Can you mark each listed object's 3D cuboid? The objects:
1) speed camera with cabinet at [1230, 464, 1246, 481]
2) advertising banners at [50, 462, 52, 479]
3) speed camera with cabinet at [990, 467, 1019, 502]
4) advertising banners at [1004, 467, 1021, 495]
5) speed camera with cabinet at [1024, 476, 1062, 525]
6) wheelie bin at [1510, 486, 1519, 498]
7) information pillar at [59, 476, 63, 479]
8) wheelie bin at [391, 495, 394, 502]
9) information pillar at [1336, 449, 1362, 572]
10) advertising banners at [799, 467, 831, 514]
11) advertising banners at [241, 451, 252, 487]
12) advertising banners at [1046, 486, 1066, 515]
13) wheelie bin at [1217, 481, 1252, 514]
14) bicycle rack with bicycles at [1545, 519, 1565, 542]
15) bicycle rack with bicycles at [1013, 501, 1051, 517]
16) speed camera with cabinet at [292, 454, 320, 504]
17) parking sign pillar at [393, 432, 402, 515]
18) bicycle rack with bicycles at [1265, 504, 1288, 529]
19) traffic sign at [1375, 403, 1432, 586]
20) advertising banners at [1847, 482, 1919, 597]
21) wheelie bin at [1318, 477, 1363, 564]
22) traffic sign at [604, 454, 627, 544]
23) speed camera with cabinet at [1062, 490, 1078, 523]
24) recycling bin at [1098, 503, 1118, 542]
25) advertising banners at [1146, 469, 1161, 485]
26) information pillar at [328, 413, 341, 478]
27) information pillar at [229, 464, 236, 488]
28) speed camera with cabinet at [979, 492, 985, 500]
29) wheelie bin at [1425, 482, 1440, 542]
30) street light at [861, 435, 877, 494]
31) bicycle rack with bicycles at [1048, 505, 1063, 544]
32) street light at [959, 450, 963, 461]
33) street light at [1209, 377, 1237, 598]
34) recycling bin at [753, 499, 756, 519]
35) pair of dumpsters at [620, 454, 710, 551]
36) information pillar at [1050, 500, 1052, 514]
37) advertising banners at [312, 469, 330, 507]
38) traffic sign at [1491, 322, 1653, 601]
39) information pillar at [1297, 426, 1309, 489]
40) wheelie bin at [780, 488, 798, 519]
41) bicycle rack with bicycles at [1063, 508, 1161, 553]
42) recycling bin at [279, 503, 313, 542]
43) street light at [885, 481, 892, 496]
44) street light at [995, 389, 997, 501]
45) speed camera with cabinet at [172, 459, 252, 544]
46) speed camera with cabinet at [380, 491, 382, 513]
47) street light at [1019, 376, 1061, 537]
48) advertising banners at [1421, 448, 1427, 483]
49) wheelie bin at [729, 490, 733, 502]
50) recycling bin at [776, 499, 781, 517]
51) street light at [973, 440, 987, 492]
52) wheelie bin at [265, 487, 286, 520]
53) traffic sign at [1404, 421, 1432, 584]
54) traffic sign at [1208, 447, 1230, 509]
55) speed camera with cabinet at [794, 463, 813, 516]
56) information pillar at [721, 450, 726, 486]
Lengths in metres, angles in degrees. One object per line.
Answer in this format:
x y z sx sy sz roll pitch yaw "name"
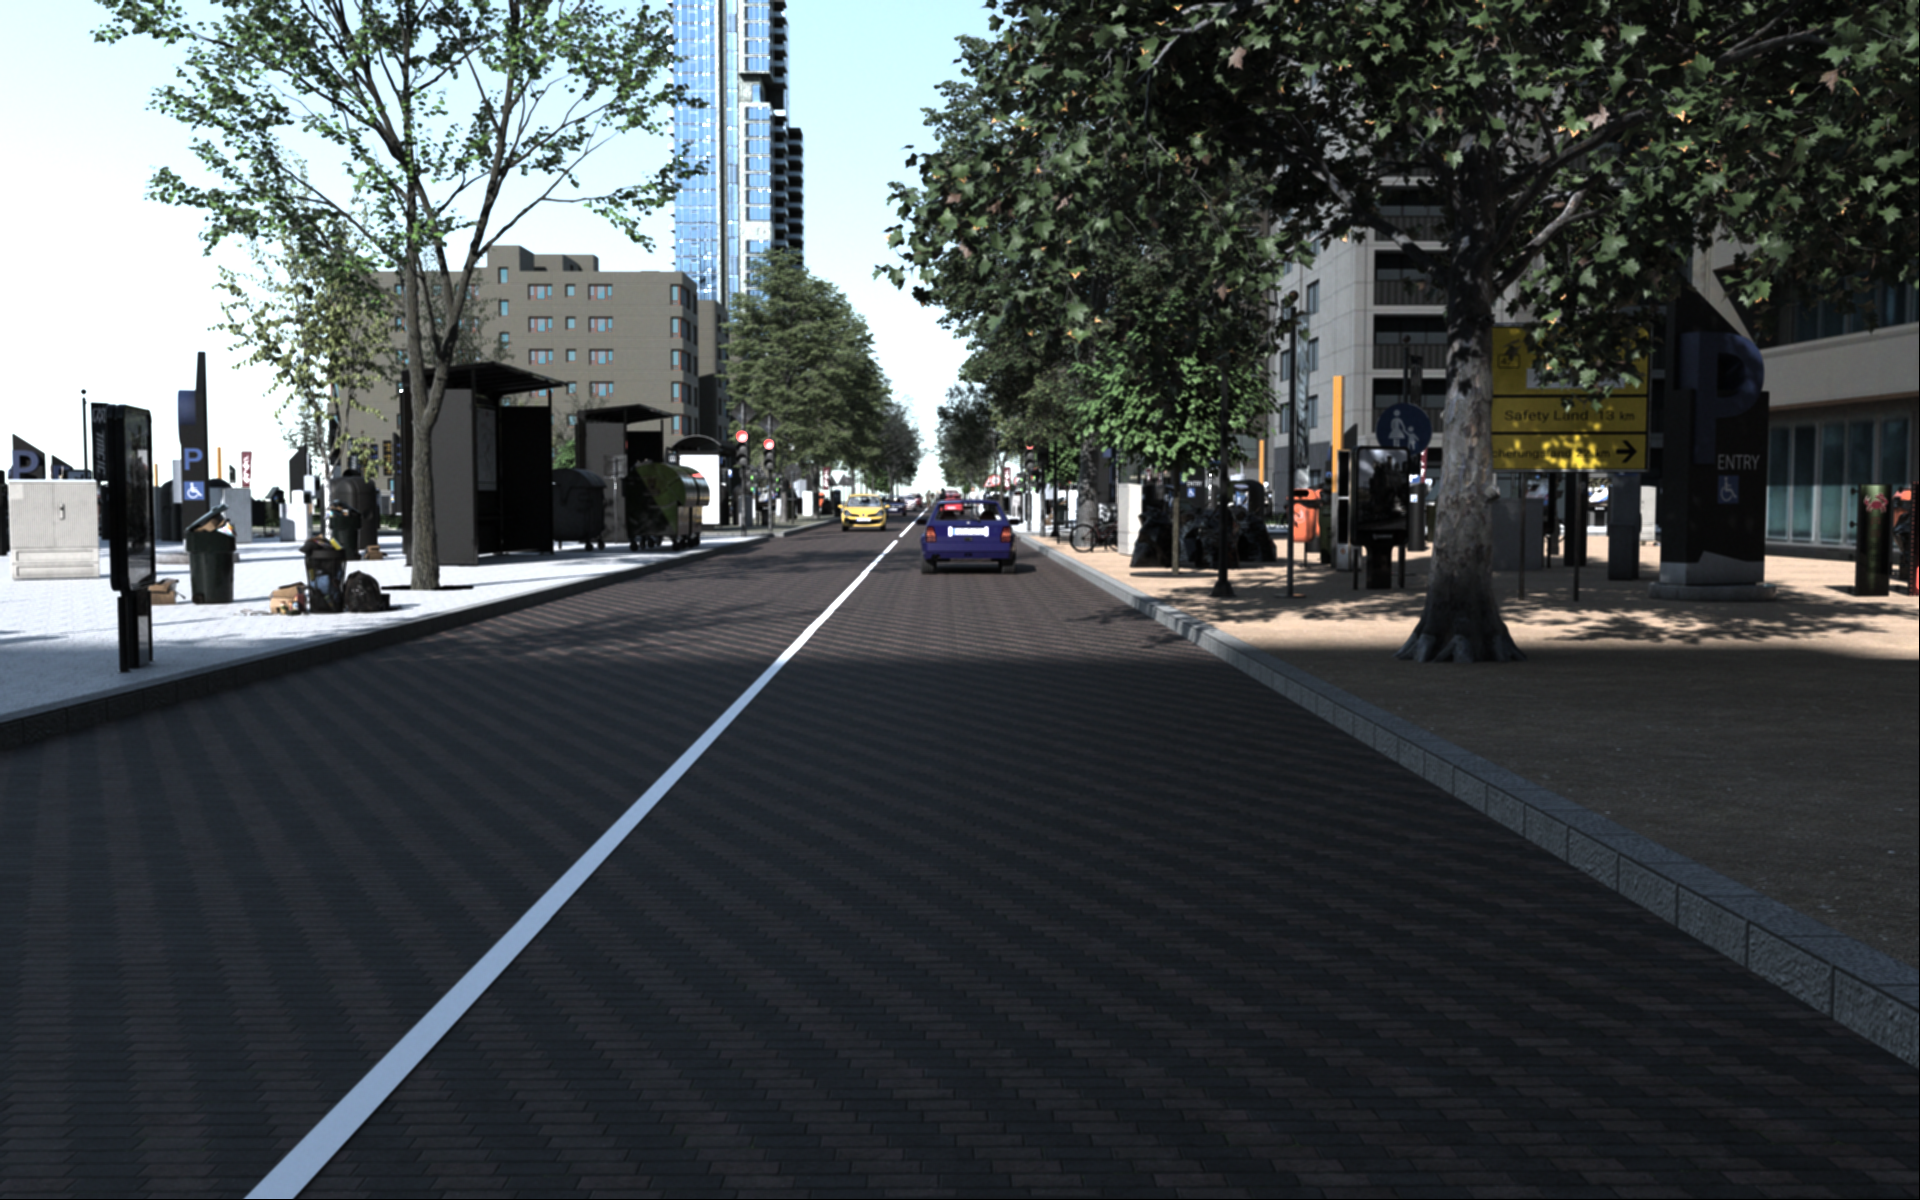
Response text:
13.168 -5.280 80.662 0.660 3.252 2.038 2 4 28 "speed camera with cabinet"
-48.153 -5.839 91.657 0.090 3.025 2.074 -2 4 -30 "advertising banners"
3.303 -8.219 128.723 2.038 3.252 0.660 1 4 10 "speed camera with cabinet"
3.779 -7.079 111.927 2.074 3.025 0.090 0 4 6 "advertising banners"
3.387 -4.789 72.628 0.660 3.252 2.038 -2 4 -27 "speed camera with cabinet"
32.510 -5.658 100.411 0.980 1.594 0.693 -3 4 -37 "wheelie bin"
-35.635 -3.942 68.942 0.304 2.012 0.304 -3 5 -44 "information pillar"
-27.062 -4.657 84.043 0.980 1.594 0.693 -2 4 -30 "wheelie bin"
6.448 -1.478 28.654 0.304 2.012 0.304 -2 4 -33 "information pillar"
-9.287 -7.028 111.100 2.074 3.025 0.090 -1 4 -19 "advertising banners"
-29.791 -4.565 70.820 2.074 3.025 0.090 1 4 16 "advertising banners"
5.883 -6.748 106.515 2.074 3.025 0.090 2 4 34 "advertising banners"
6.891 -2.182 43.576 0.980 1.594 0.693 3 5 43 "wheelie bin"
15.218 -2.033 46.616 2.852 0.926 2.925 -2 4 -29 "bicycle rack with bicycles"
4.037 -5.101 96.791 2.852 0.926 2.925 0 4 4 "bicycle rack with bicycles"
-31.710 -5.486 84.035 0.660 3.252 2.038 0 4 3 "speed camera with cabinet"
-24.347 -5.376 76.371 1.447 3.967 1.447 2 4 26 "parking sign pillar"
12.400 -3.068 63.548 2.852 0.926 2.925 -1 4 -17 "bicycle rack with bicycles"
6.190 -1.476 24.243 0.768 2.556 0.104 1 4 8 "traffic sign"
12.144 -1.563 21.743 2.074 3.025 0.090 -1 4 -10 "advertising banners"
6.996 -1.461 31.791 0.980 1.594 0.693 3 5 43 "wheelie bin"
-8.846 -2.590 44.475 0.606 2.300 0.079 0 4 4 "traffic sign"
4.252 -5.005 76.171 2.038 3.252 0.660 0 4 -3 "speed camera with cabinet"
3.869 -2.076 46.499 0.722 1.027 0.722 0 4 8 "recycling bin"
13.872 -7.797 123.675 0.090 3.025 2.074 -2 4 -24 "advertising banners"
-18.162 -3.608 50.345 0.183 3.616 0.504 1 4 10 "information pillar"
-56.439 -8.748 134.384 0.504 3.616 0.183 0 4 5 "information pillar"
2.528 -8.406 131.776 2.038 3.252 0.660 -1 4 -13 "speed camera with cabinet"
12.749 -2.327 45.952 0.693 1.594 0.980 -1 4 -12 "wheelie bin"
-7.225 -10.009 136.186 1.470 5.913 1.316 0 4 -1 "street light"
3.631 -1.870 43.958 2.852 0.926 2.925 0 4 -7 "bicycle rack with bicycles"
0.901 -12.750 181.000 1.470 5.913 1.316 0 4 -1 "street light"
2.740 -2.992 21.456 1.470 5.913 1.316 0 4 -1 "street light"
-10.773 -4.637 88.367 0.722 1.027 0.722 0 4 -4 "recycling bin"
-6.907 -2.336 40.685 1.574 2.255 4.437 0 4 -1 "pair of dumpsters"
5.637 -6.147 104.996 0.304 2.012 0.304 2 4 26 "information pillar"
-44.737 -7.630 120.932 2.074 3.025 0.090 -3 5 -44 "advertising banners"
7.057 -1.638 20.653 2.265 3.308 0.079 0 4 4 "traffic sign"
9.899 -3.589 50.043 0.504 3.616 0.183 -3 5 -43 "information pillar"
-8.702 -4.880 87.702 0.980 1.594 0.693 -3 5 -40 "wheelie bin"
4.106 -1.546 38.663 2.925 0.926 2.852 1 4 16 "bicycle rack with bicycles"
-17.928 -2.093 46.779 0.722 1.027 0.722 -1 4 -10 "recycling bin"
-7.563 -11.865 166.531 1.470 5.913 1.316 0 4 -1 "street light"
2.155 -6.299 75.531 1.470 5.913 1.316 0 4 -1 "street light"
-18.996 -3.038 44.002 0.660 3.252 2.038 1 4 23 "speed camera with cabinet"
-27.906 -5.289 80.811 0.660 3.252 2.038 1 4 21 "speed camera with cabinet"
2.300 -4.830 51.504 1.470 5.913 1.316 0 4 -1 "street light"
11.018 -2.955 44.499 2.074 3.025 0.090 1 4 13 "advertising banners"
-16.239 -6.851 119.914 0.980 1.594 0.693 -2 4 -29 "wheelie bin"
-10.001 -5.245 98.303 0.722 1.027 0.722 -2 4 -24 "recycling bin"
1.648 -8.107 105.086 1.470 5.913 1.316 0 4 -1 "street light"
-28.724 -3.964 72.716 0.693 1.594 0.980 -3 5 -45 "wheelie bin"
6.341 -1.508 24.765 0.768 2.556 0.104 0 4 6 "traffic sign"
5.110 -2.157 35.366 0.768 2.556 0.104 0 4 6 "traffic sign"
-9.102 -6.610 102.404 0.660 3.252 2.038 -3 4 -37 "speed camera with cabinet"
-11.829 -5.777 85.814 0.504 3.616 0.183 0 4 2 "information pillar"
